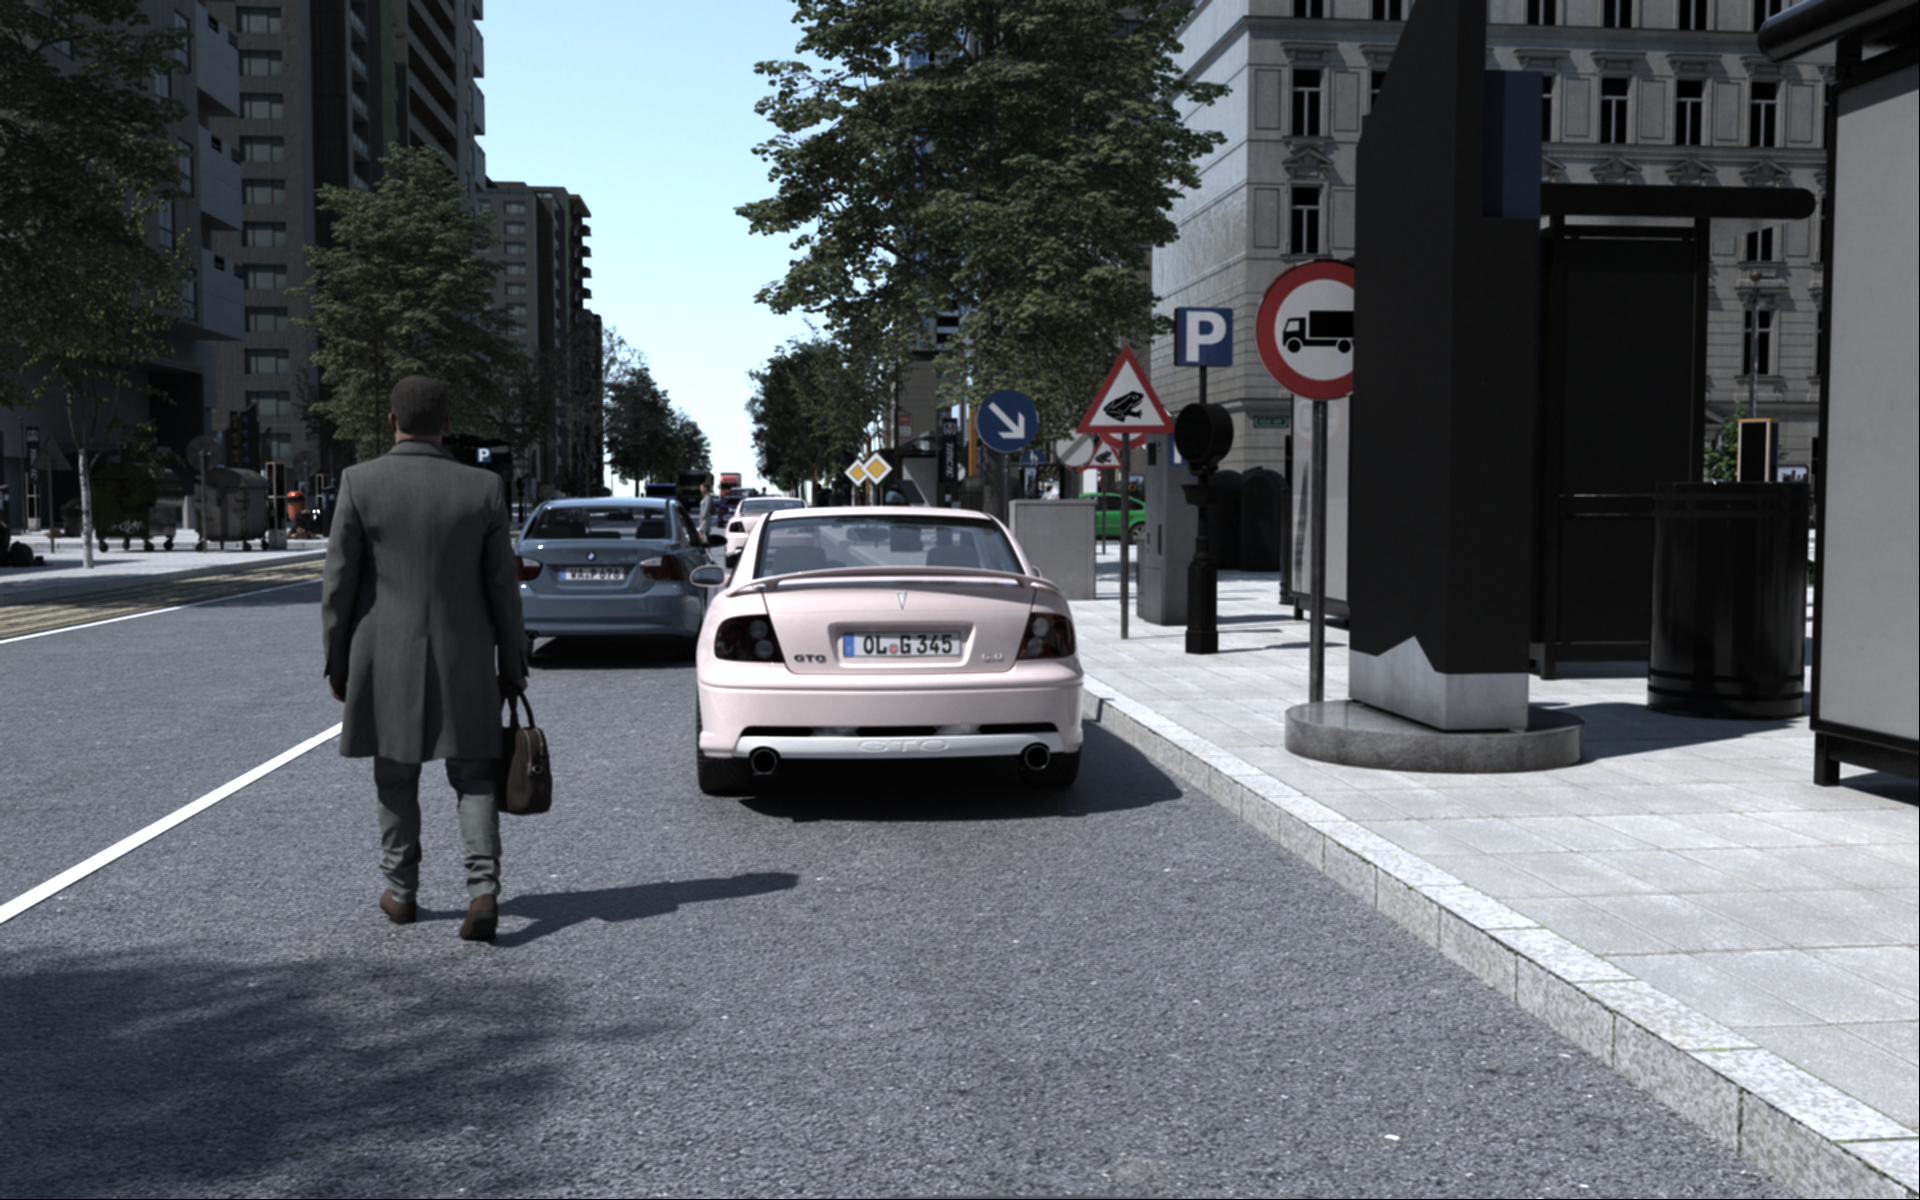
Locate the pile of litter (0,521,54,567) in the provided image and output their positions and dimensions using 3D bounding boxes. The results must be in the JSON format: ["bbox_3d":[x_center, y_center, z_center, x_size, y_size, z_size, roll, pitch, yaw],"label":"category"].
[{"bbox_3d":[-17.056,-1.019,30.634,1.719,0.858,1.176,-1,4,-10],"label":"pile of litter"}]

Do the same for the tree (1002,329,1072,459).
[{"bbox_3d":[2.825,-7.536,73.575,4.737,8.622,4.395,0,3,0],"label":"tree"}]

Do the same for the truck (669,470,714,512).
[{"bbox_3d":[-21.292,-8.750,138.989,3.469,3.379,9.791,0,4,-5],"label":"truck"}]

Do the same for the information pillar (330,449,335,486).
[{"bbox_3d":[-32.368,-5.996,89.394,0.183,3.616,0.504,-2,4,-34],"label":"information pillar"}]

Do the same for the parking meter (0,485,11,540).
[{"bbox_3d":[-26.527,-2.419,47.962,0.372,1.533,0.369,0,3,0],"label":"parking meter"}]

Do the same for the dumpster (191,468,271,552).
[{"bbox_3d":[-16.337,-2.024,38.849,1.264,1.857,1.865,0,4,-6],"label":"dumpster"}]

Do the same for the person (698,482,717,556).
[{"bbox_3d":[-5.880,-1.869,40.063,0.522,1.701,0.512,-1,4,-15],"label":"person"}]

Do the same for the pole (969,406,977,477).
[{"bbox_3d":[0.300,-2.834,40.181,0.158,3.312,0.155,0,3,0],"label":"pole"}]

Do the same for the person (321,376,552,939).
[{"bbox_3d":[-1.726,0.178,5.685,0.694,1.812,0.767,-1,4,-23],"label":"person"}]

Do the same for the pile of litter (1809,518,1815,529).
[{"bbox_3d":[31.003,-3.033,63.558,1.176,0.858,1.719,-1,4,-12],"label":"pile of litter"}]

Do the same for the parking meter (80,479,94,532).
[{"bbox_3d":[-29.288,-3.206,58.130,0.399,1.863,0.255,-2,4,-30],"label":"parking meter"}]

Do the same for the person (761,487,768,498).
[{"bbox_3d":[-10.037,-4.870,88.348,0.641,1.798,0.478,3,4,37],"label":"person"}]

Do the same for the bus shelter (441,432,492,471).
[{"bbox_3d":[-20.048,-4.730,68.615,1.731,3.624,6.357,0,4,-7],"label":"bus shelter"}]

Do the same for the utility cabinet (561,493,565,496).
[{"bbox_3d":[-26.190,-6.431,113.818,0.318,1.500,1.173,-2,4,-23],"label":"utility cabinet"}]

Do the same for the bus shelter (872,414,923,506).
[{"bbox_3d":[-3.204,-6.514,84.140,2.179,5.291,8.768,0,4,-7],"label":"bus shelter"}]

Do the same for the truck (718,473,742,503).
[{"bbox_3d":[-30.636,-14.826,231.325,2.839,4.237,11.283,0,4,-5],"label":"truck"}]

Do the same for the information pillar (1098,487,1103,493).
[{"bbox_3d":[5.924,-4.283,74.513,0.304,2.012,0.304,-2,4,-32],"label":"information pillar"}]

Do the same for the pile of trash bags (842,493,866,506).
[{"bbox_3d":[-4.734,-4.255,79.315,1.912,1.369,3.447,0,4,-3],"label":"pile of trash bags"}]

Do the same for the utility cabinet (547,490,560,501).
[{"bbox_3d":[-21.270,-4.999,90.408,0.318,1.500,1.173,0,4,1],"label":"utility cabinet"}]

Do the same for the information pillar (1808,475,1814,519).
[{"bbox_3d":[31.952,-3.718,65.286,0.304,2.012,0.304,-2,4,-33],"label":"information pillar"}]

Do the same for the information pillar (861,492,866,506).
[{"bbox_3d":[-5.544,-5.745,98.429,0.304,2.012,0.304,1,4,9],"label":"information pillar"}]

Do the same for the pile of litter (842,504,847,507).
[{"bbox_3d":[-5.121,-3.833,76.631,1.719,0.858,1.176,1,4,13],"label":"pile of litter"}]

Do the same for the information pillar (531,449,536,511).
[{"bbox_3d":[-22.281,-6.066,90.535,0.183,3.616,0.504,-3,4,-36],"label":"information pillar"}]

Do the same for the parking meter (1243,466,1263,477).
[{"bbox_3d":[6.217,-1.906,36.876,0.399,1.863,0.255,3,5,40],"label":"parking meter"}]

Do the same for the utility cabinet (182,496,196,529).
[{"bbox_3d":[-28.216,-3.233,64.020,0.306,1.237,1.020,2,4,26],"label":"utility cabinet"}]

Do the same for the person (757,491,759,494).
[{"bbox_3d":[-27.211,-13.776,233.364,1.348,1.869,0.705,2,4,23],"label":"person"}]

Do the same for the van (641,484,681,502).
[{"bbox_3d":[-17.137,-5.820,99.538,2.240,2.365,5.245,-1,4,-8],"label":"van"}]

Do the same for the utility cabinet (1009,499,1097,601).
[{"bbox_3d":[1.115,-0.595,20.898,1.020,1.237,0.306,-1,4,-15],"label":"utility cabinet"}]

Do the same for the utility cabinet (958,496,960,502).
[{"bbox_3d":[0.356,-3.267,64.585,0.306,1.237,1.020,3,4,36],"label":"utility cabinet"}]

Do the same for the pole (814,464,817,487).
[{"bbox_3d":[-9.634,-7.441,115.501,0.158,3.312,0.155,0,3,0],"label":"pole"}]

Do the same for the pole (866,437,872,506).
[{"bbox_3d":[-3.259,-4.166,61.965,0.158,3.312,0.155,0,3,0],"label":"pole"}]

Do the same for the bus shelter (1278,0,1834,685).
[{"bbox_3d":[4.342,-2.352,16.087,2.179,5.291,8.768,0,4,-6],"label":"bus shelter"}]

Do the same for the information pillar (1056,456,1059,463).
[{"bbox_3d":[5.255,-6.254,93.599,0.183,3.616,0.504,-1,4,-11],"label":"information pillar"}]

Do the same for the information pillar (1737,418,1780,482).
[{"bbox_3d":[7.833,-0.768,17.042,0.304,2.012,0.304,3,5,41],"label":"information pillar"}]

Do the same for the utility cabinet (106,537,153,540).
[{"bbox_3d":[-23.198,-2.425,48.332,1.173,1.500,0.318,-3,4,-38],"label":"utility cabinet"}]

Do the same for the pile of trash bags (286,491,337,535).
[{"bbox_3d":[-19.964,-2.758,54.839,1.912,1.369,3.447,1,4,22],"label":"pile of trash bags"}]

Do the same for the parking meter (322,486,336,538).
[{"bbox_3d":[-18.649,-2.616,51.188,0.372,1.533,0.369,0,3,0],"label":"parking meter"}]

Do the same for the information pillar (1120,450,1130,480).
[{"bbox_3d":[6.229,-4.542,65.611,0.183,3.616,0.504,-3,5,-40],"label":"information pillar"}]

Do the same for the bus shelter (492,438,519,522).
[{"bbox_3d":[-20.524,-5.159,75.631,1.731,3.624,6.357,0,4,-7],"label":"bus shelter"}]

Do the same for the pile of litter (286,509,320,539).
[{"bbox_3d":[-18.909,-2.165,49.370,1.176,0.858,1.719,-3,5,-42],"label":"pile of litter"}]

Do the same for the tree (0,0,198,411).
[{"bbox_3d":[-13.772,-6.364,22.175,7.486,12.596,7.792,0,3,0],"label":"tree"}]

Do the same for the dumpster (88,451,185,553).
[{"bbox_3d":[-18.431,-2.218,38.751,1.502,2.255,1.985,0,4,-7],"label":"dumpster"}]

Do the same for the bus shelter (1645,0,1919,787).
[{"bbox_3d":[4.730,-1.744,6.144,2.179,5.291,8.768,0,4,-7],"label":"bus shelter"}]

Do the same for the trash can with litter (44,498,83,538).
[{"bbox_3d":[-26.189,-2.405,50.701,0.624,1.170,1.055,2,4,32],"label":"trash can with litter"}]

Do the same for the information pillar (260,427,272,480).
[{"bbox_3d":[-23.983,-4.195,59.948,0.183,3.616,0.504,1,4,17],"label":"information pillar"}]

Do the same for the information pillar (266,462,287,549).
[{"bbox_3d":[-15.905,-2.191,40.314,0.304,2.012,0.304,2,4,33],"label":"information pillar"}]

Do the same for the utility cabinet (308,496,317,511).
[{"bbox_3d":[-27.023,-3.746,72.408,0.306,1.237,1.020,-1,4,-13],"label":"utility cabinet"}]

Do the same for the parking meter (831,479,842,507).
[{"bbox_3d":[-4.697,-3.686,65.984,0.399,1.863,0.255,-3,5,-43],"label":"parking meter"}]

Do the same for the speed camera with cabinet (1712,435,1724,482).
[{"bbox_3d":[25.780,-3.864,57.516,0.660,3.252,2.038,0,4,-7],"label":"speed camera with cabinet"}]

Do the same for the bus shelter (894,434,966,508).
[{"bbox_3d":[-1.110,-4.124,61.350,2.014,3.302,5.546,0,4,-7],"label":"bus shelter"}]

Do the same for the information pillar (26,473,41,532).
[{"bbox_3d":[-31.642,-3.343,59.147,0.304,2.012,0.304,0,4,-2],"label":"information pillar"}]

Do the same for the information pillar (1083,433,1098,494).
[{"bbox_3d":[4.083,-3.832,54.004,0.504,3.616,0.183,2,4,30],"label":"information pillar"}]

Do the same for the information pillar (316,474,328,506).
[{"bbox_3d":[-23.892,-3.697,64.938,0.304,2.012,0.304,1,4,21],"label":"information pillar"}]

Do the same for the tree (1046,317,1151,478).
[{"bbox_3d":[5.232,-7.186,67.853,4.360,8.622,3.978,0,3,0],"label":"tree"}]

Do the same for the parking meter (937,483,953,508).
[{"bbox_3d":[-0.367,-2.018,41.398,0.372,1.533,0.369,0,3,0],"label":"parking meter"}]

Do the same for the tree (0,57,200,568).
[{"bbox_3d":[-14.980,-4.839,29.474,4.737,8.622,4.395,0,3,0],"label":"tree"}]
